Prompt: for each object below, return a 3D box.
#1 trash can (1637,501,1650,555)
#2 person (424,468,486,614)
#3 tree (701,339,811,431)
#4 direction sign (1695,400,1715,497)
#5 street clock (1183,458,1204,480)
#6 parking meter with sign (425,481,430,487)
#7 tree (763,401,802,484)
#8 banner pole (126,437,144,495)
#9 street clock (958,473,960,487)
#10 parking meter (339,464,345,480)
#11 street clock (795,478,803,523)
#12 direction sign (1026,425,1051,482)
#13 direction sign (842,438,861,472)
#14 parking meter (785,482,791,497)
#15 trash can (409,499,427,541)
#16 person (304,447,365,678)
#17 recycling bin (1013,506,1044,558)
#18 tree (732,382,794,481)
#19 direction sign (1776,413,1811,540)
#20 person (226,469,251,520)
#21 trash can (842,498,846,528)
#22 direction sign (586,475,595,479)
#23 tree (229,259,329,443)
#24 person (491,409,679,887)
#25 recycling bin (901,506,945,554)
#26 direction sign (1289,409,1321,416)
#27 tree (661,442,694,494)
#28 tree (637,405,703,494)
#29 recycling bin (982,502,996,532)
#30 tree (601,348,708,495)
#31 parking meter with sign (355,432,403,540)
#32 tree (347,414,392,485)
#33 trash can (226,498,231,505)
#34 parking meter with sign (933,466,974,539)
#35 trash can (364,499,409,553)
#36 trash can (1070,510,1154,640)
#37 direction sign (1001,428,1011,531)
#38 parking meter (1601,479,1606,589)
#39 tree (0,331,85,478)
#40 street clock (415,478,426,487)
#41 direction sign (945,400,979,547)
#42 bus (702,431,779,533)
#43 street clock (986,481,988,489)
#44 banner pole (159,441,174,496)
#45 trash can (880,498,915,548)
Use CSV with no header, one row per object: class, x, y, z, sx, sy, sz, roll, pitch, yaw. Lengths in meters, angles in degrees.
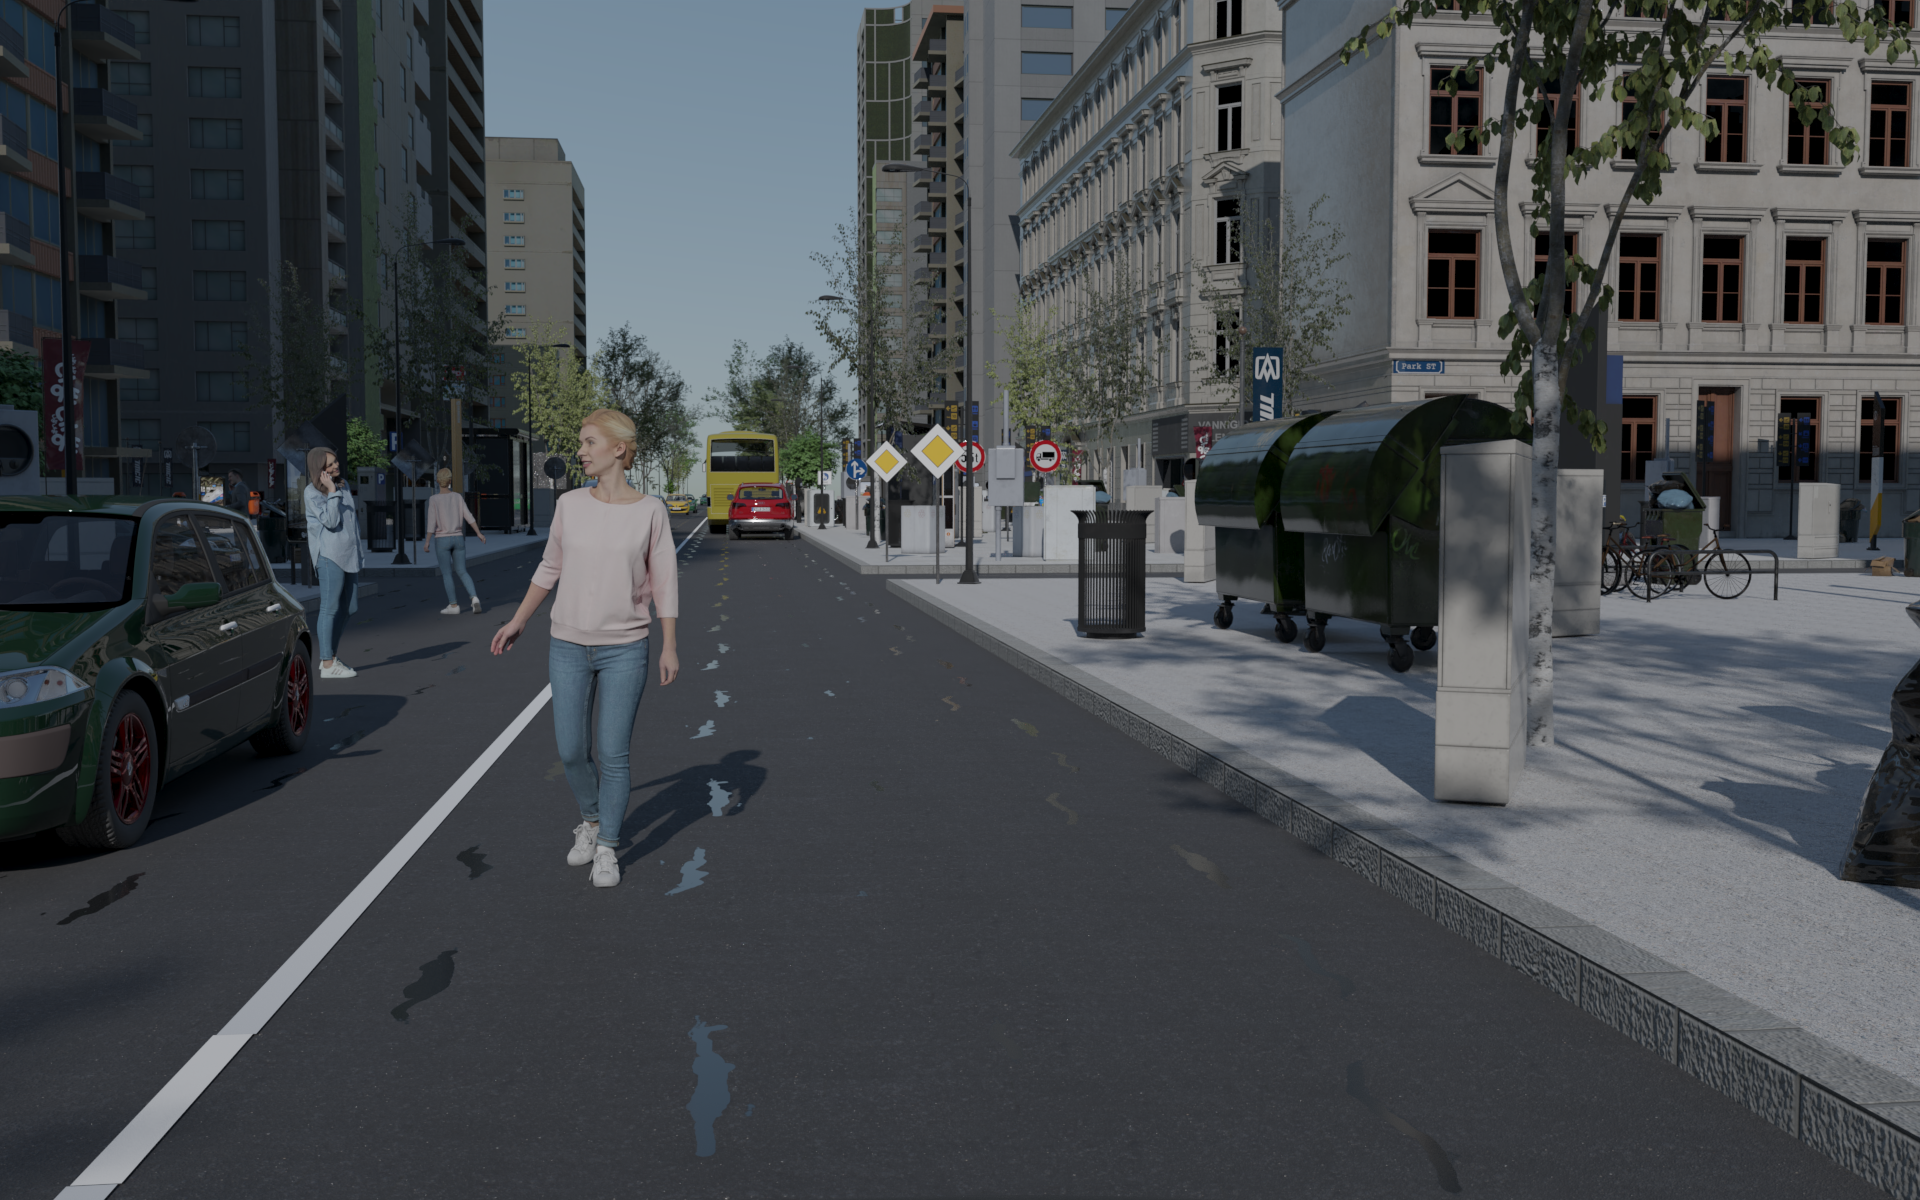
trash can,14.761,-1.536,36.767,0.748,1.137,0.748,0,3,0
person,-5.955,-0.705,20.691,0.598,1.740,0.731,2,4,32
tree,-24.827,-21.800,212.312,12.611,20.169,13.585,0,3,0
direction sign,18.072,-3.063,42.073,0.876,3.537,0.379,-3,5,-41
street clock,4.707,-1.836,34.596,0.471,2.002,0.358,3,5,43
parking meter with sign,-30.532,-6.253,98.499,1.738,3.016,0.543,0,4,-5
tree,-13.323,-11.171,133.010,4.737,8.622,4.395,0,3,0
banner pole,-36.596,-5.305,76.746,0.863,3.779,0.401,-3,5,-42
street clock,-0.136,-3.362,59.538,0.358,2.002,0.471,-1,4,-15
parking meter,-12.105,-1.713,33.726,0.255,1.863,0.399,-1,4,-19
street clock,-7.121,-4.405,76.599,0.358,2.002,0.471,0,4,8
direction sign,2.579,-3.985,57.158,0.876,3.537,0.379,-1,4,-18
direction sign,-4.372,-4.769,69.976,0.876,3.537,0.379,-2,4,-33
parking meter,-8.627,-4.966,86.897,0.255,1.863,0.399,0,4,-6
trash can,-14.947,-2.185,47.377,0.748,1.137,0.748,0,3,0
person,-4.912,-0.293,13.550,0.793,1.790,0.793,-2,4,-24
recycling bin,1.555,-1.399,35.429,0.722,1.027,0.722,-2,4,-33
tree,-19.512,-15.618,173.477,7.486,12.596,7.792,0,3,0
direction sign,23.301,-3.455,48.485,0.876,3.537,0.379,0,4,4
person,-11.802,-1.220,28.246,0.447,1.846,0.655,-1,4,-21
trash can,-4.153,-3.317,65.878,0.748,1.137,0.748,0,3,0
direction sign,-16.314,-5.220,77.348,0.876,3.537,0.379,1,4,18
tree,-20.427,-6.345,54.101,4.360,8.622,3.978,0,3,0
person,-1.394,0.163,6.501,0.731,1.740,0.598,0,4,-2
recycling bin,-0.796,-1.521,37.418,0.722,1.027,0.722,2,4,30
direction sign,9.224,-3.327,46.400,0.876,3.537,0.379,0,4,-6
tree,-40.248,-17.996,244.600,4.737,8.622,4.395,0,3,0
tree,-33.081,-16.590,197.003,9.928,11.665,9.643,0,3,0
recycling bin,0.932,-2.803,58.377,0.722,1.027,0.722,2,4,24
tree,-26.147,-14.267,143.638,12.009,13.543,11.850,0,3,0
parking meter with sign,-16.594,-3.217,48.861,1.738,3.016,0.543,1,4,21
tree,-23.328,-5.008,65.594,4.285,4.588,4.351,0,3,0
trash can,-27.730,-3.278,65.253,0.748,1.137,0.748,0,3,0
parking meter with sign,-0.436,-3.275,49.812,1.738,3.016,0.543,-1,4,-15
trash can,-12.723,-1.616,38.082,0.748,1.137,0.748,0,3,0
trash can,1.355,-0.232,15.454,0.748,1.137,0.748,0,3,0
direction sign,1.596,-4.157,59.966,0.379,3.537,0.876,-1,4,-19
parking meter,8.595,-0.929,23.605,0.372,1.533,0.369,0,3,0
tree,-18.477,-3.019,33.079,4.285,4.588,4.351,0,3,0
street clock,-24.328,-4.500,78.147,0.471,2.002,0.358,-2,4,-26
direction sign,0.044,-3.062,42.053,0.876,3.537,0.379,-1,4,-20
bus,-8.454,-4.585,66.512,2.896,3.916,12.252,-1,4,-8
street clock,1.647,-5.532,95.022,0.471,2.002,0.358,3,5,41
banner pole,-37.672,-5.634,82.131,0.401,3.779,0.863,2,4,32
trash can,-1.437,-1.812,41.284,0.748,1.137,0.748,0,3,0
